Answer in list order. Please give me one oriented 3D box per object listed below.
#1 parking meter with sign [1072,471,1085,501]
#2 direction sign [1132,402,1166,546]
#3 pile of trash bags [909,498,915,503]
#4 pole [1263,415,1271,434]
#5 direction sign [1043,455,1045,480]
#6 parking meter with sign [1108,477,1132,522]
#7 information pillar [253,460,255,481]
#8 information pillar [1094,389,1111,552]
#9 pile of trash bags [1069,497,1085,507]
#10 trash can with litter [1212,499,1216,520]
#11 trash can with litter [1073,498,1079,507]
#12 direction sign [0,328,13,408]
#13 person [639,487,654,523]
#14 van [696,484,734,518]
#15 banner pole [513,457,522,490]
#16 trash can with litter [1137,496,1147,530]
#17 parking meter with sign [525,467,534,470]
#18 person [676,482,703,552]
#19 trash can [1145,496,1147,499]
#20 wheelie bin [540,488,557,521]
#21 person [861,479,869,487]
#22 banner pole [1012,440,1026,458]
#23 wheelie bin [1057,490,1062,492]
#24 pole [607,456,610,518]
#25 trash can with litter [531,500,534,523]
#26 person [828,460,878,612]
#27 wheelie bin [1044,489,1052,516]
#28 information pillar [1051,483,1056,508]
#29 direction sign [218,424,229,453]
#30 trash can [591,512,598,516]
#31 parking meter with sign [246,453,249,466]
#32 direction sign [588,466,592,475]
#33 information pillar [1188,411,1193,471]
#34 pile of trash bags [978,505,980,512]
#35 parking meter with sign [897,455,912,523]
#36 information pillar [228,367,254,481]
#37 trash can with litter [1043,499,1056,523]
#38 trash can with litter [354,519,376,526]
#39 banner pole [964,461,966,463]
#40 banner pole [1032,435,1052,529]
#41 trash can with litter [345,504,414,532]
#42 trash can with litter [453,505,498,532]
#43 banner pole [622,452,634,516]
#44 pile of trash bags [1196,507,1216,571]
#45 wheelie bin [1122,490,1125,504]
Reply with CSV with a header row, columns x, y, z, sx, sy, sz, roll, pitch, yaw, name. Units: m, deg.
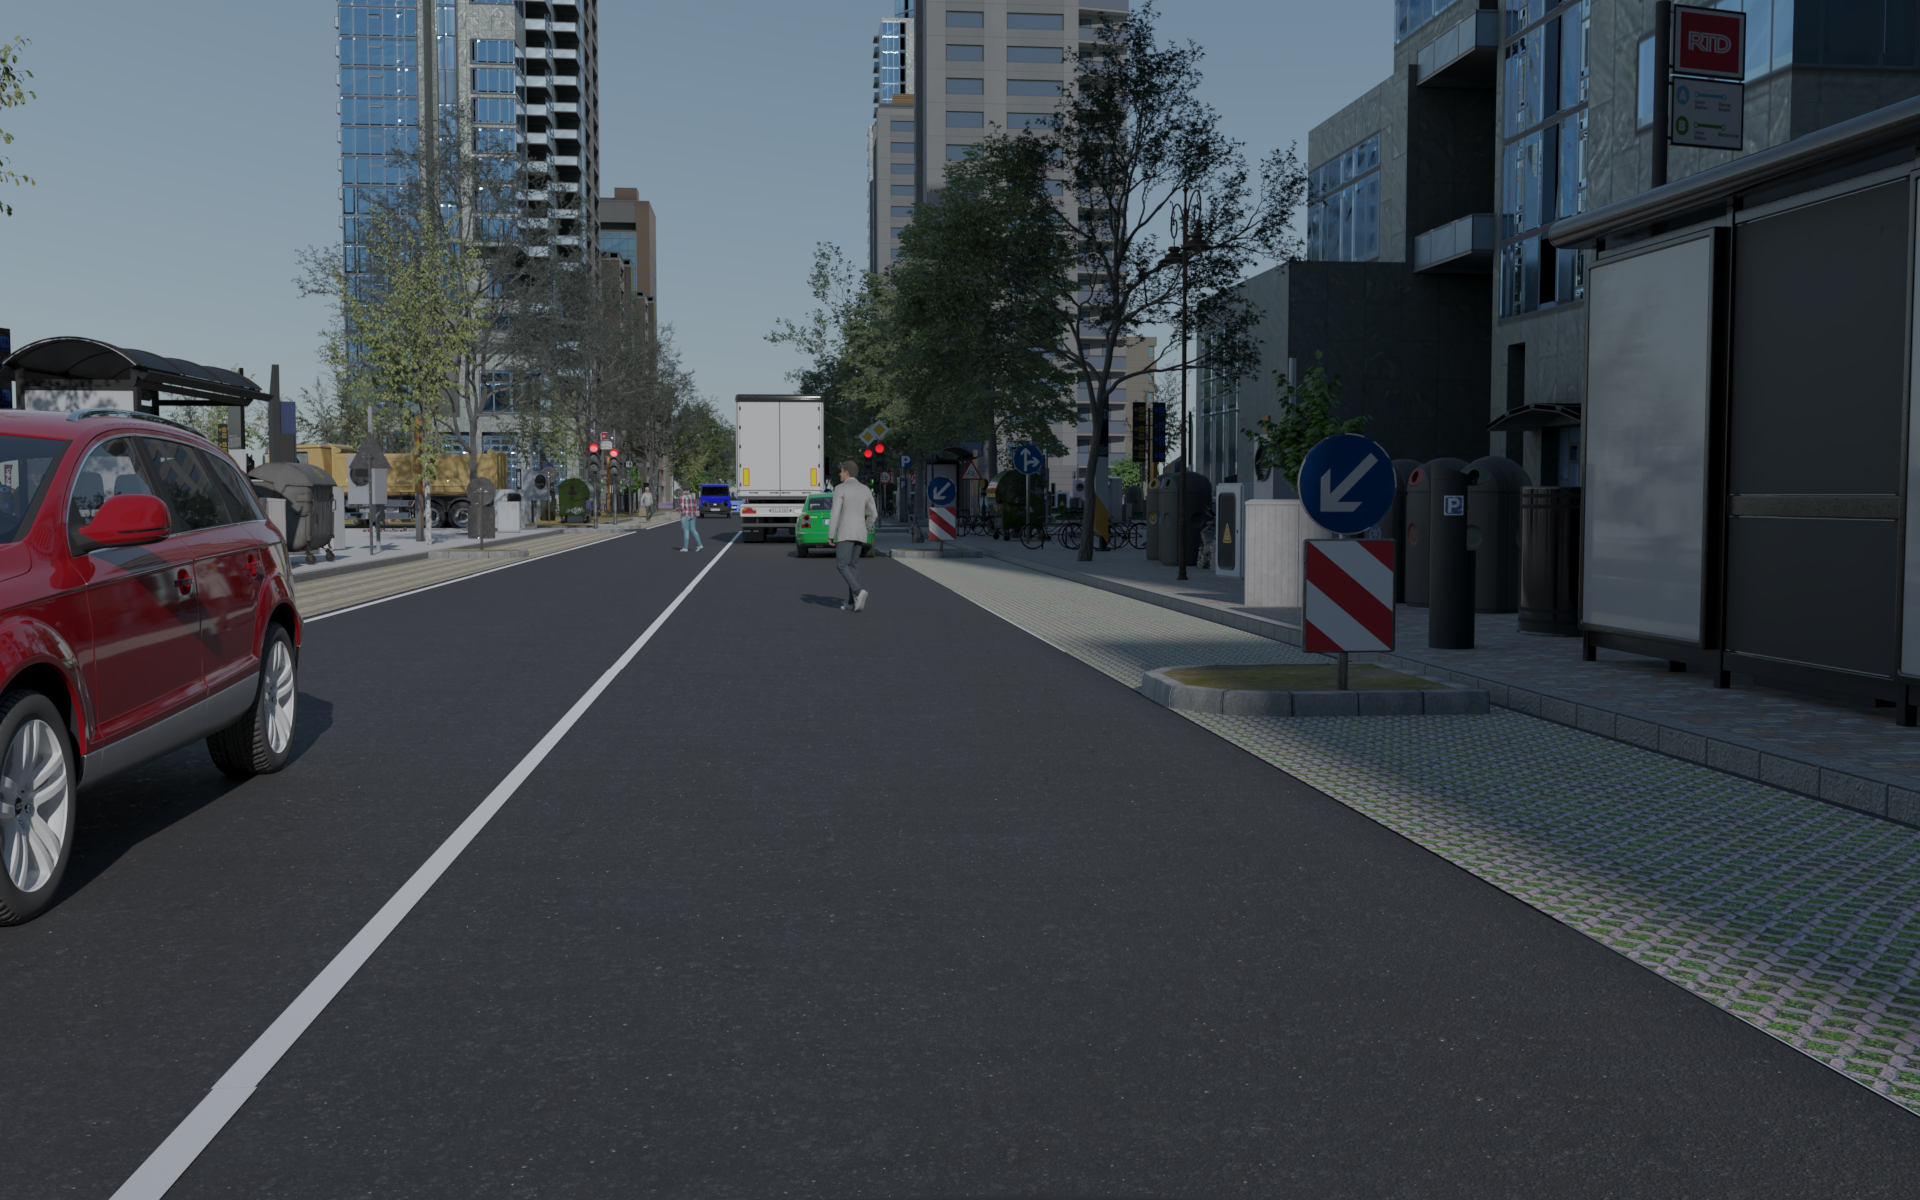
x,y,z,sx,sy,sz,roll,pitch,yaw,name
9.560,-8.392,133.462,1.738,3.016,0.543,-1,4,-15,parking meter with sign
4.655,-3.101,42.698,0.876,3.537,0.379,-1,4,-17,direction sign
-4.575,-7.848,138.062,3.447,1.369,1.912,0,4,-3,pile of trash bags
7.946,-3.126,44.959,0.158,3.312,0.155,0,3,0,pole
4.496,-6.553,99.144,0.876,3.537,0.379,-2,4,-28,direction sign
6.726,-4.844,75.462,1.738,3.016,0.543,-3,4,-37,parking meter with sign
-41.239,-6.686,100.674,0.504,3.616,0.183,-2,4,-30,information pillar
3.147,-2.893,38.653,0.183,3.616,0.504,3,5,43,information pillar
8.681,-6.818,121.228,1.912,1.369,3.447,-1,4,-19,pile of trash bags
5.357,-1.495,35.831,0.624,1.170,1.055,1,4,11,trash can with litter
7.470,-6.491,117.183,2.233,1.210,1.678,-1,4,-10,trash can with litter
-13.105,-1.919,23.372,0.379,3.537,0.876,1,4,13,direction sign
-15.514,-4.682,85.542,0.515,1.767,0.782,3,5,42,person
-14.665,-6.077,103.745,2.240,2.365,5.245,0,4,-8,van
-29.825,-7.742,116.605,0.401,3.779,0.863,3,4,37,banner pole
7.337,-3.202,63.404,2.233,1.210,1.678,0,4,0,trash can with litter
-27.492,-7.070,111.848,0.543,3.016,1.738,0,4,5,parking meter with sign
-6.762,-2.070,43.174,0.643,1.720,0.563,3,4,37,person
12.948,-6.503,117.983,0.748,1.137,0.748,0,3,0,trash can
-19.852,-4.624,83.508,0.693,1.594,0.980,-3,5,-43,wheelie bin
-2.704,-2.370,47.345,0.679,1.850,0.850,-3,5,-43,person
2.796,-5.535,80.518,0.863,3.779,0.401,0,4,5,banner pole
7.579,-7.571,131.693,0.693,1.594,0.980,-1,4,-16,wheelie bin
-19.041,-6.115,93.822,0.158,3.312,0.155,0,3,0,pole
-19.214,-4.006,76.878,0.624,1.170,1.055,-3,4,-37,trash can with litter
-1.282,-0.785,21.180,0.661,1.843,0.795,-3,4,-38,person
5.092,-5.774,102.316,0.693,1.594,0.980,-1,4,-16,wheelie bin
6.052,-6.596,112.335,0.304,2.012,0.304,1,4,9,information pillar
-23.509,-3.907,55.876,0.876,3.537,0.379,1,4,12,direction sign
-21.567,-5.508,101.703,0.748,1.137,0.748,0,3,0,trash can
-31.121,-4.724,73.491,0.543,3.016,1.738,3,4,37,parking meter with sign
-29.539,-8.945,138.245,0.876,3.537,0.379,1,4,9,direction sign
6.550,-3.540,49.232,0.183,3.616,0.504,1,4,14,information pillar
2.841,-7.238,128.096,1.912,1.369,3.447,2,4,31,pile of trash bags
-2.569,-5.028,78.475,0.543,3.016,1.738,-1,4,-9,parking meter with sign
-13.454,-2.503,32.272,0.504,3.616,0.183,3,5,40,information pillar
3.719,-3.968,76.264,0.624,1.170,1.055,3,5,43,trash can with litter
-24.069,-3.606,70.352,0.624,1.170,1.055,1,4,21,trash can with litter
-0.247,-6.404,94.728,0.401,3.779,0.863,3,5,41,banner pole
2.962,-4.459,62.919,0.863,3.779,0.401,-2,4,-27,banner pole
-19.406,-2.926,58.899,1.678,1.210,2.233,3,4,37,trash can with litter
-16.315,-2.955,59.378,1.678,1.210,2.233,-3,5,-43,trash can with litter
-21.090,-7.319,109.685,0.863,3.779,0.401,-2,4,-26,banner pole
5.737,-1.199,29.361,3.447,1.369,1.912,1,4,9,pile of trash bags
12.140,-7.443,129.601,0.980,1.594,0.693,0,4,-1,wheelie bin
